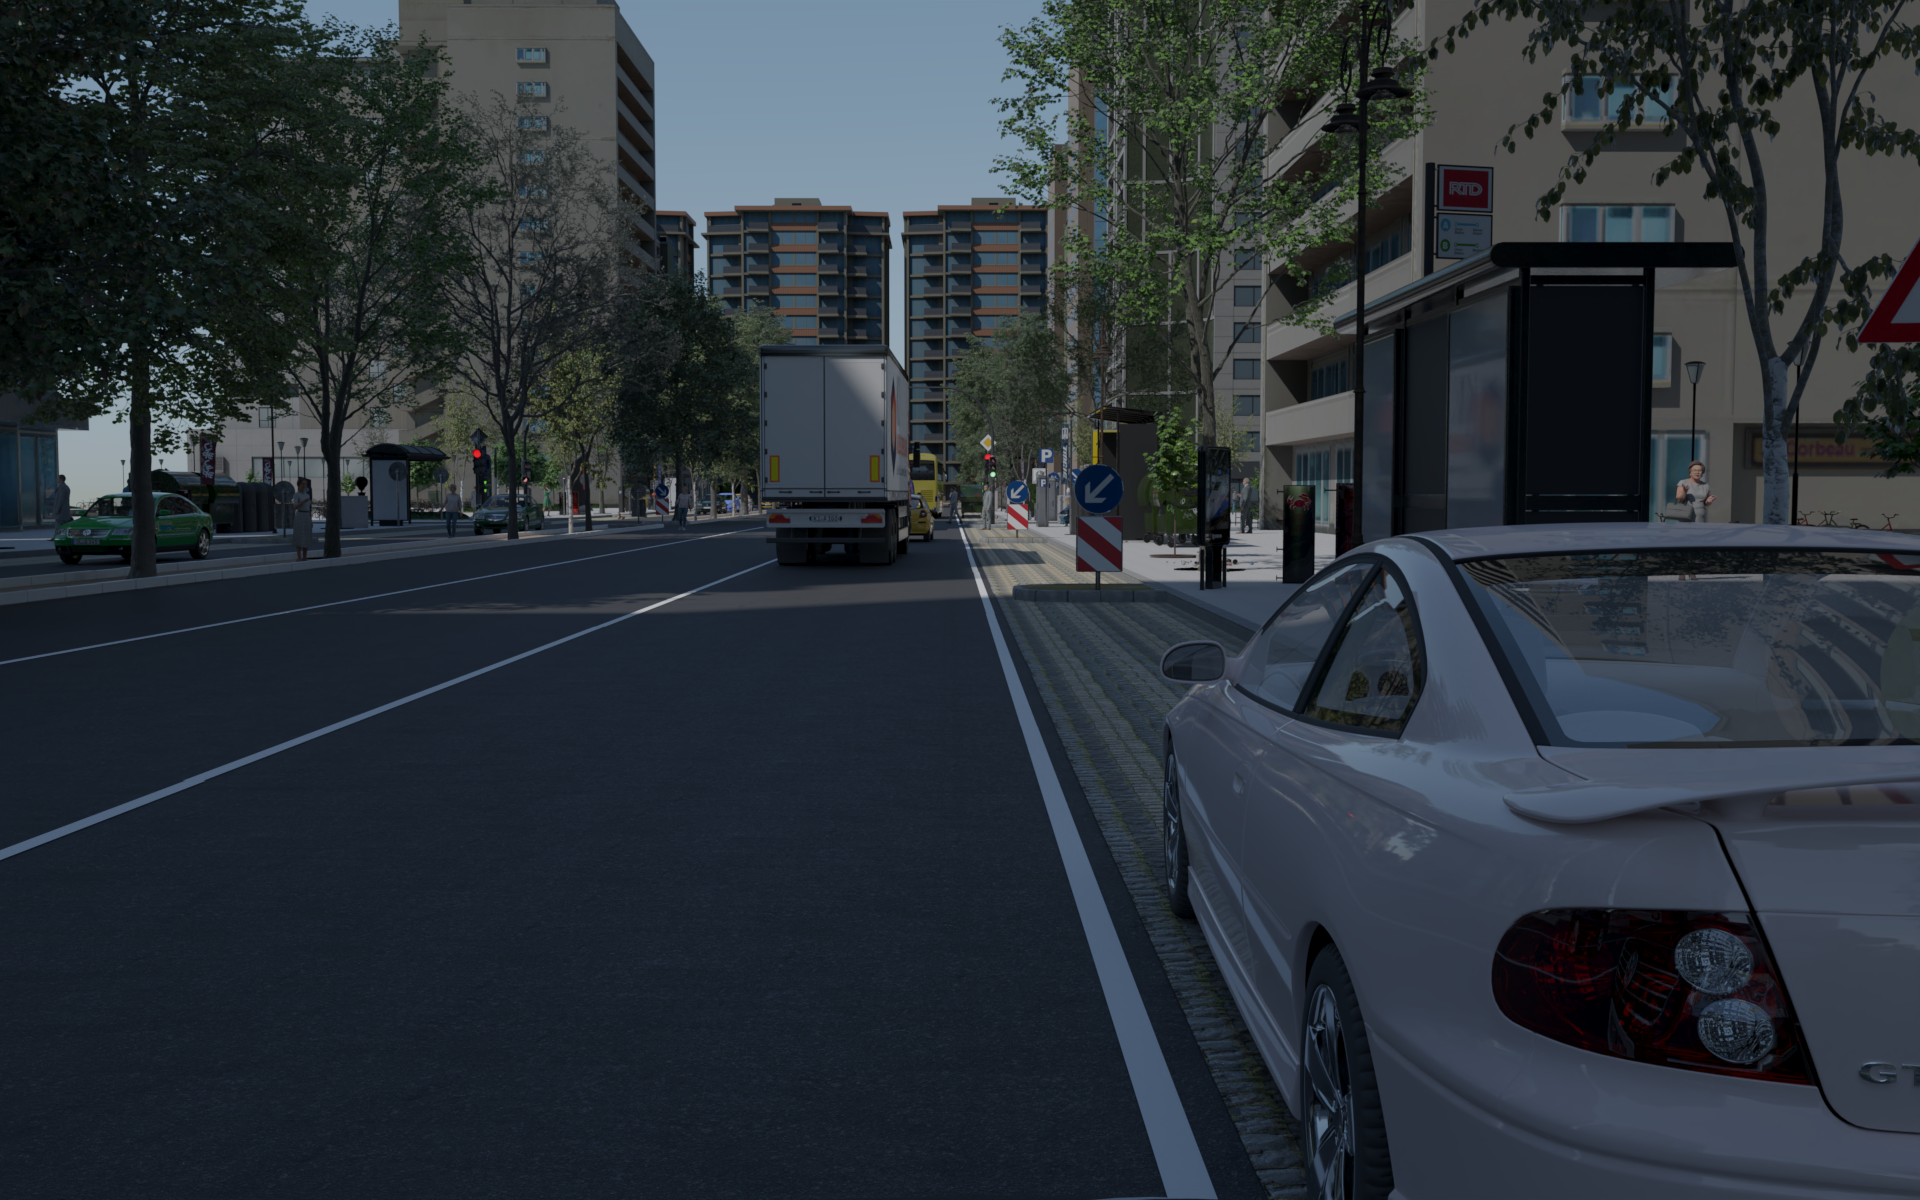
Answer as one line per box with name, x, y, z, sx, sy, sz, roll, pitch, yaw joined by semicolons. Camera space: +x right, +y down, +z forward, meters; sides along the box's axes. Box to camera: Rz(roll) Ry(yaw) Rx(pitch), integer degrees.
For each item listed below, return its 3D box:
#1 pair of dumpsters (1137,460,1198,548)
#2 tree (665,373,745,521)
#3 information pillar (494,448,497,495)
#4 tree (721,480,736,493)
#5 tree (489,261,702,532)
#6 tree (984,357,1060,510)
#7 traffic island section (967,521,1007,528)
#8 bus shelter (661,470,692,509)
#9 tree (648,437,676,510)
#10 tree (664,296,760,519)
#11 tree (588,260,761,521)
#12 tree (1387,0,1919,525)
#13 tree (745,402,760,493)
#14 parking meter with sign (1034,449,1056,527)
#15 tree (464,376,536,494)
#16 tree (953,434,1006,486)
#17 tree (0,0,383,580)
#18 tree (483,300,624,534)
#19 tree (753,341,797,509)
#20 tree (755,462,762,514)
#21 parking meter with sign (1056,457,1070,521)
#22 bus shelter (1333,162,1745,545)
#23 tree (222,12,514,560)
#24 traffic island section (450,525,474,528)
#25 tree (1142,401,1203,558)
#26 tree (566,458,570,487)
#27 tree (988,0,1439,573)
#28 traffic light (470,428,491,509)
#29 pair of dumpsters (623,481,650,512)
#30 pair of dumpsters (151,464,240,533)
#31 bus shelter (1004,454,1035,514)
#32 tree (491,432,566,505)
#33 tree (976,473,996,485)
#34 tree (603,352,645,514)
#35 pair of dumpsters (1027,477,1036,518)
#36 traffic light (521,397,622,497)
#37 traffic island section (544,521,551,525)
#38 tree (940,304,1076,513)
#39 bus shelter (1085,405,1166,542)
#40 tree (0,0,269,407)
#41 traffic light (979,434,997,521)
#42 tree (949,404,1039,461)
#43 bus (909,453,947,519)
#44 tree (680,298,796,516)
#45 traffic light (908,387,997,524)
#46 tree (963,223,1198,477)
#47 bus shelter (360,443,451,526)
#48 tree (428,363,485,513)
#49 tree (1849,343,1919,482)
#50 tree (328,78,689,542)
pair of dumpsters;5.437;-2.491;43.221;1.574;2.255;4.437;0;4;0
tree;-14.055;-8.505;91.876;4.737;8.622;4.395;0;3;0
information pillar;-23.614;-5.918;88.116;0.183;3.616;0.504;0;4;-8
tree;-24.322;-11.393;180.874;1.663;3.219;1.824;0;3;0
tree;-14.096;-7.893;65.926;8.767;10.594;7.601;0;4;0
tree;3.259;-8.431;88.212;4.360;8.622;3.978;0;3;0
traffic island section;1.344;-3.620;81.472;2.009;0.180;2.903;0;4;0
bus shelter;-24.062;-9.383;147.335;2.014;3.302;5.546;0;4;0
tree;-23.303;-11.451;137.585;4.360;8.622;3.978;0;3;0
tree;-14.044;-10.848;97.956;7.486;12.596;7.792;0;3;0
tree;-13.725;-10.093;84.493;9.611;12.733;9.660;0;3;0
tree;4.488;-3.630;9.709;4.360;8.622;3.978;0;3;0
tree;-13.830;-9.354;105.761;4.737;8.622;4.395;0;3;0
parking meter with sign;3.235;-4.353;67.426;0.543;3.016;1.738;0;4;-6
tree;-27.355;-9.354;103.302;4.360;8.622;3.978;0;3;0
tree;3.724;-19.271;232.084;9.611;12.733;9.660;0;3;0
tree;-13.583;-6.608;28.624;7.486;12.596;7.792;0;3;0
tree;-13.480;-6.539;59.732;4.737;8.622;4.395;0;3;0
tree;-14.164;-13.386;131.693;12.009;13.543;11.850;0;3;0
tree;-14.019;-11.317;121.896;8.767;10.594;7.601;0;4;0
parking meter with sign;4.336;-5.262;82.291;1.738;3.016;0.543;2;4;35
bus shelter;5.462;-2.514;18.737;2.179;5.291;8.768;0;4;0
tree;-13.632;-6.681;37.442;9.928;11.665;9.643;0;3;0
traffic island section;-20.345;-3.124;73.352;2.009;0.180;2.903;0;4;0
tree;4.252;-2.461;34.846;1.663;3.219;1.824;0;3;0
tree;-31.756;-9.254;135.013;4.285;4.588;4.351;0;3;0
tree;4.021;-6.291;28.620;9.928;11.665;9.643;0;3;0
traffic light;-20.305;-5.156;73.217;0.839;4.253;0.868;0;4;0
pair of dumpsters;-23.266;-7.420;123.804;1.574;2.255;4.437;0;4;0
pair of dumpsters;-24.195;-3.165;54.245;1.574;2.255;4.437;0;4;0
bus shelter;3.602;-6.922;104.456;1.731;3.624;6.357;0;4;0
tree;-23.376;-6.604;91.688;4.285;4.588;4.351;0;3;0
tree;3.308;-12.986;196.029;4.285;4.588;4.351;0;3;0
tree;-23.097;-11.390;111.975;9.928;11.665;9.643;0;3;0
pair of dumpsters;4.338;-5.729;96.166;1.574;2.255;4.437;0;4;0
traffic light;-18.266;-6.519;81.251;4.771;5.953;1.251;0;4;0
traffic island section;-20.397;-3.612;81.337;2.009;0.180;2.903;0;4;0
tree;3.450;-12.939;118.201;9.857;13.997;8.962;0;3;0
bus shelter;4.644;-3.532;49.030;1.731;3.624;6.357;0;4;0
tree;-13.615;-6.138;19.824;9.611;12.733;9.660;0;3;0
traffic light;1.304;-5.654;81.358;0.839;4.253;0.868;0;4;0
tree;3.927;-15.849;169.500;12.009;13.543;11.850;0;3;0
bus;-2.392;-6.884;104.102;2.896;3.916;12.252;0;4;1
tree;-14.150;-12.469;112.979;9.857;13.997;8.962;0;3;0
traffic light;-0.736;-6.028;73.218;4.771;5.953;1.251;0;4;0
tree;4.902;-7.648;59.450;7.601;10.594;8.767;1;4;14
bus shelter;-22.769;-4.742;71.463;2.014;3.302;5.546;0;4;0
tree;-27.959;-8.990;97.356;4.737;8.622;4.395;0;3;0
tree;8.679;-1.269;15.349;1.663;3.219;1.824;0;3;0
tree;-13.297;-8.459;51.126;12.009;13.543;11.850;0;3;0
